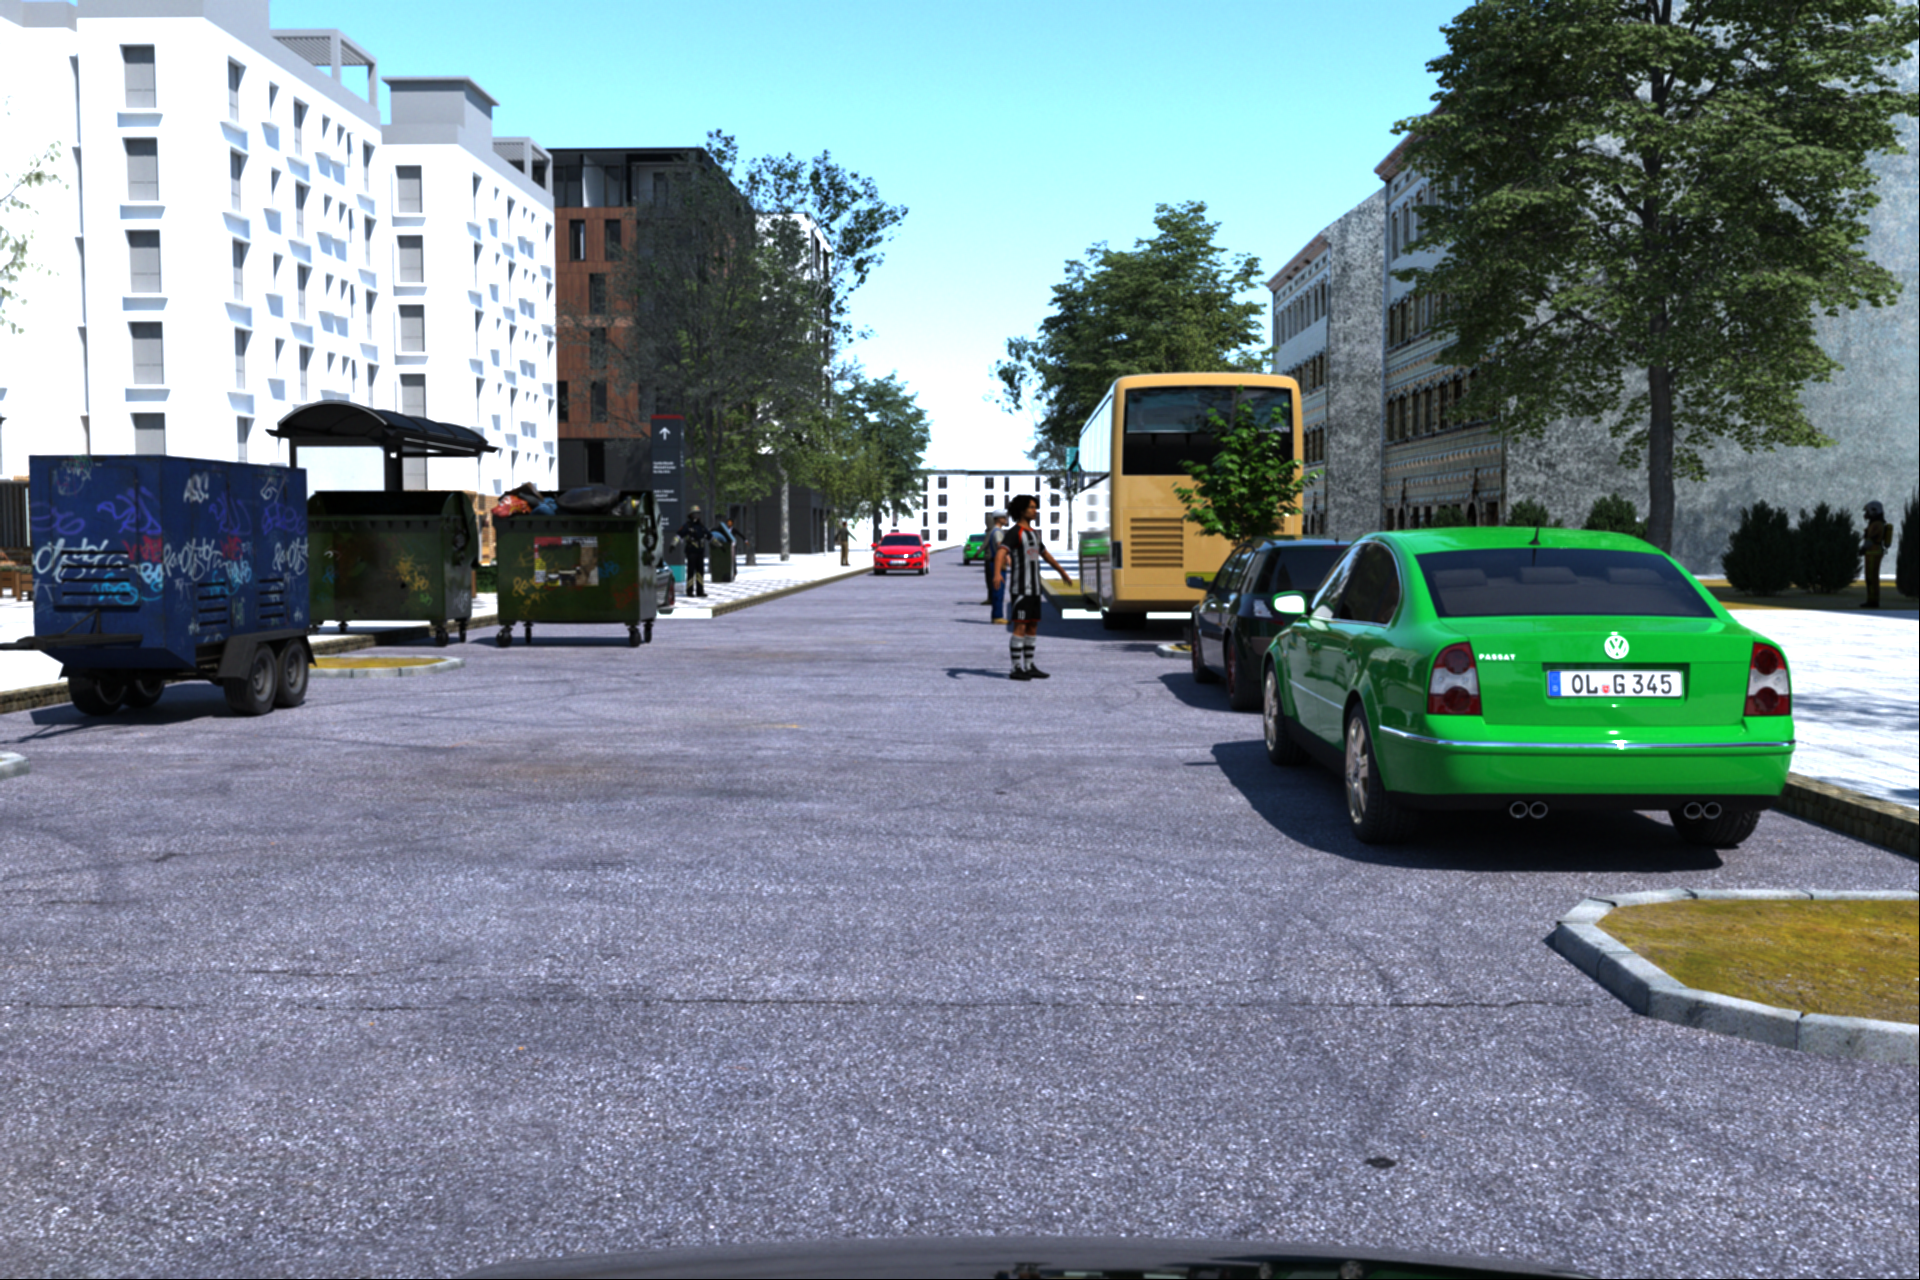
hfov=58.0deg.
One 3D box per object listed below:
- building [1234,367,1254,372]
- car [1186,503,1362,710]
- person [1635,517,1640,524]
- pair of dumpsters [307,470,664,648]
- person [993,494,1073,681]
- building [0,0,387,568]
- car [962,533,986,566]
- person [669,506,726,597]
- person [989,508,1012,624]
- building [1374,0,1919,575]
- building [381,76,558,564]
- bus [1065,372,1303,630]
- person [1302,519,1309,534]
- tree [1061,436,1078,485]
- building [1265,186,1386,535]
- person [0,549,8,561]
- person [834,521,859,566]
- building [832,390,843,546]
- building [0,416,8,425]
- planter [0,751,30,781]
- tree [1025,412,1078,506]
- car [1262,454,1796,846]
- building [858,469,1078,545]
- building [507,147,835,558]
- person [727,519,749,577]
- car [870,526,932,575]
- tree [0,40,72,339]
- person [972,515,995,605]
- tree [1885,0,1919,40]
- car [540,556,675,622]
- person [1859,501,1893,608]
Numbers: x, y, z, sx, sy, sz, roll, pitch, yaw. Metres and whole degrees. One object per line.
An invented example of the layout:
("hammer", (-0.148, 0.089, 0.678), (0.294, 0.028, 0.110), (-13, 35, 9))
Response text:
("building", (26.848, -21.306, 204.776), (16.016, 20.090, 11.380), (0, 4, 1))
("car", (3.080, -0.346, 15.439), (2.009, 1.686, 4.222), (0, 4, 1))
("person", (19.297, -2.648, 49.753), (1.216, 1.772, 0.721), (-3, 4, -36))
("pair of dumpsters", (-6.133, -1.060, 22.289), (4.436, 2.255, 1.574), (0, 4, 2))
("person", (0.667, -0.518, 17.078), (0.704, 1.843, 1.345), (2, 4, 35))
("building", (-27.976, -12.189, 55.714), (16.016, 20.090, 11.380), (0, 4, 1))
("car", (1.065, -4.354, 79.984), (1.959, 1.807, 4.718), (0, 4, 1))
("person", (-5.386, -1.806, 35.313), (1.354, 1.856, 0.705), (-3, 5, -43))
("person", (0.647, -1.181, 27.617), (0.705, 1.847, 1.347), (0, 4, -7))
("building", (26.599, -14.175, 62.683), (19.493, 23.208, 18.063), (0, 4, 2))
("building", (-25.174, -13.253, 73.114), (16.016, 20.090, 11.380), (0, 4, 0))
("bus", (3.404, -2.277, 28.775), (2.896, 3.916, 12.252), (0, 4, 2))
("person", (9.928, -2.723, 50.740), (0.704, 1.802, 1.346), (-1, 4, -22))
("tree", (7.912, -8.927, 96.311), (4.737, 8.622, 4.395), (0, 3, 0))
("building", (27.926, -16.190, 95.627), (19.493, 23.208, 18.063), (0, 4, 1))
("person", (-13.097, -0.969, 22.598), (1.215, 1.744, 0.721), (-3, 5, -43))
("person", (-4.606, -3.867, 69.497), (1.348, 1.796, 0.705), (3, 5, 42))
("building", (-22.708, -21.679, 185.373), (19.493, 23.208, 18.063), (0, 4, 2))
("building", (-27.768, -12.486, 20.794), (14.369, 24.946, 33.146), (0, 4, 2))
("planter", (-6.567, 0.688, 9.894), (1.991, 0.319, 1.994), (0, 4, 1))
("tree", (8.863, -11.292, 119.042), (8.767, 10.594, 7.601), (-1, 4, -10))
("car", (2.759, -0.034, 9.351), (1.959, 1.807, 4.718), (0, 4, 2))
("building", (1.281, -17.116, 224.446), (28.070, 9.664, 9.099), (1, 4, 11))
("building", (-23.506, -16.177, 108.463), (27.936, 21.610, 32.646), (0, 4, 2))
("person", (-6.954, -2.785, 52.256), (1.216, 1.740, 0.721), (0, 4, 7))
("car", (-2.055, -3.194, 61.266), (2.155, 1.783, 4.494), (0, 4, 2))
("tree", (-12.617, -4.246, 19.791), (4.360, 8.622, 3.978), (0, 3, 0))
("person", (0.607, -1.618, 35.045), (0.705, 1.813, 1.348), (1, 4, 23))
("tree", (27.947, -11.289, 40.461), (12.611, 20.169, 13.585), (0, 3, 0))
("car", (-6.024, -1.208, 29.536), (2.009, 1.686, 4.222), (0, 4, 2))
("person", (15.912, -1.497, 30.239), (0.705, 1.858, 1.354), (2, 4, 34))
